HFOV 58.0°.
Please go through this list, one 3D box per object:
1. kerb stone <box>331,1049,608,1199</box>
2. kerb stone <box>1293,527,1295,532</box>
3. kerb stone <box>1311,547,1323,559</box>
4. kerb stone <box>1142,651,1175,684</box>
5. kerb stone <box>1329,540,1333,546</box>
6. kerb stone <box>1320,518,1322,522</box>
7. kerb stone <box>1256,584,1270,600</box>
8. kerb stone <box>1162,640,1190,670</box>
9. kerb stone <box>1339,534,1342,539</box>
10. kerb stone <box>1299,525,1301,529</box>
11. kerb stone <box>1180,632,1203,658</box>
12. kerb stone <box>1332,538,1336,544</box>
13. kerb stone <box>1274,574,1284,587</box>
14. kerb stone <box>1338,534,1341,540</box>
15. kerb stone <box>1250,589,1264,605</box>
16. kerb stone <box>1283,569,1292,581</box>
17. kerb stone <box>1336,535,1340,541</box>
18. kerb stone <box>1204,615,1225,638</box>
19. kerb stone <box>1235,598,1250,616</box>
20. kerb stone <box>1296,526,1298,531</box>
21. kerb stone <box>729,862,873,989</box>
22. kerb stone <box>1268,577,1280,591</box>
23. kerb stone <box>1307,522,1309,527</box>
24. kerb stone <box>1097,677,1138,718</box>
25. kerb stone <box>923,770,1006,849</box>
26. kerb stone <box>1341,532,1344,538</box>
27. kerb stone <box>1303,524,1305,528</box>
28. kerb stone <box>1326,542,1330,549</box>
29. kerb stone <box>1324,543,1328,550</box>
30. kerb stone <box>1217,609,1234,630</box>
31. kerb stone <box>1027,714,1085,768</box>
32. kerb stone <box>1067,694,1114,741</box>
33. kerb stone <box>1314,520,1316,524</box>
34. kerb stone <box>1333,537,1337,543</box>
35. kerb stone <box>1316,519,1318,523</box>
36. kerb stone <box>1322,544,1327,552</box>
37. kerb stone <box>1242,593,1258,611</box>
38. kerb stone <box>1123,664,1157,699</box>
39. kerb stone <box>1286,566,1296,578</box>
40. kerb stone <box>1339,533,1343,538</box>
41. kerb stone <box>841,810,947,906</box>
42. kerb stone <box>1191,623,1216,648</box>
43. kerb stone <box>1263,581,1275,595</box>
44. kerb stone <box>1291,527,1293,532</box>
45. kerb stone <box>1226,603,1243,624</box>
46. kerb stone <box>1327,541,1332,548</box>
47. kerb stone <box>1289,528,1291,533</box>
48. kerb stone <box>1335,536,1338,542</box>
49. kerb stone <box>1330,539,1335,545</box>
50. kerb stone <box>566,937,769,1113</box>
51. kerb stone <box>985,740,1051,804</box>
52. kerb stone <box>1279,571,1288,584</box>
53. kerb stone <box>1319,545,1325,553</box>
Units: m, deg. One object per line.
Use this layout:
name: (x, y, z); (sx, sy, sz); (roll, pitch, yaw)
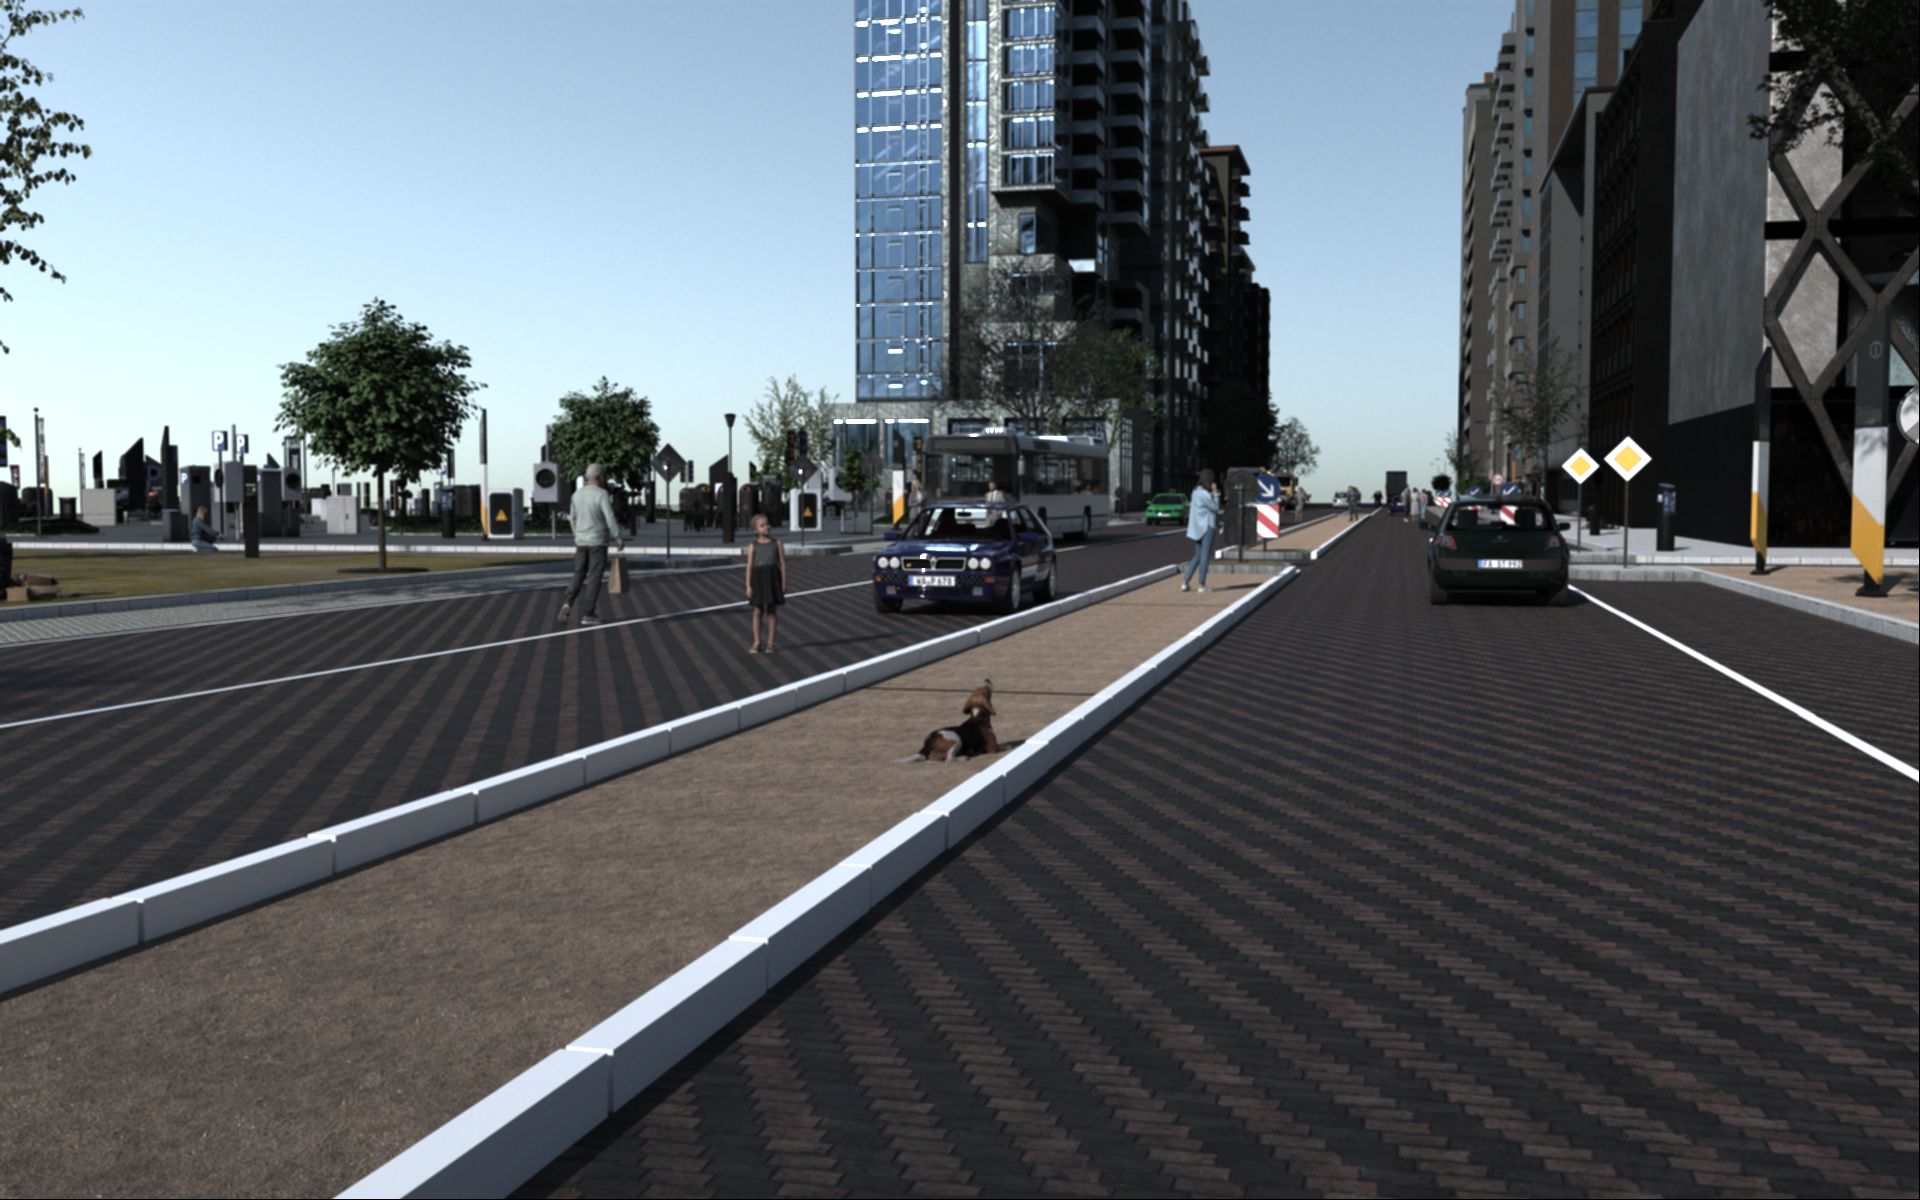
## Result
kerb stone: (-0.991, 1.143, 3.510); (0.120, 0.150, 1.000); (1, 4, 14)
kerb stone: (12.217, -2.569, 64.192); (0.120, 0.150, 1.000); (1, 4, 14)
kerb stone: (8.207, -1.077, 39.808); (0.120, 0.150, 1.000); (1, 4, 14)
kerb stone: (1.532, 0.534, 13.465); (0.120, 0.150, 1.000); (1, 4, 14)
kerb stone: (9.719, -1.442, 45.777); (0.120, 0.150, 1.000); (1, 4, 14)
kerb stone: (17.752, -3.900, 86.044); (0.120, 0.150, 1.000); (1, 4, 14)
kerb stone: (4.053, -0.074, 23.408); (0.120, 0.150, 1.000); (1, 4, 14)
kerb stone: (1.781, 0.475, 14.457); (0.120, 0.150, 1.000); (1, 4, 14)
kerb stone: (11.475, -1.859, 52.727); (0.120, 0.150, 1.000); (1, 4, 14)
kerb stone: (13.218, -2.811, 68.165); (0.120, 0.150, 1.000); (1, 4, 14)
kerb stone: (2.031, 0.420, 15.456); (0.120, 0.150, 1.000); (1, 4, 14)
kerb stone: (10.218, -1.562, 47.759); (0.120, 0.150, 1.000); (1, 4, 14)
kerb stone: (4.807, -0.256, 26.393); (0.120, 0.150, 1.000); (1, 4, 14)
kerb stone: (11.220, -1.807, 51.736); (0.120, 0.150, 1.000); (1, 4, 14)
kerb stone: (3.800, -0.012, 22.418); (0.120, 0.150, 1.000); (1, 4, 14)
kerb stone: (5.313, -0.373, 28.382); (0.120, 0.150, 1.000); (1, 4, 14)
kerb stone: (10.971, -1.746, 50.741); (0.120, 0.150, 1.000); (1, 4, 14)
kerb stone: (2.538, 0.291, 17.439); (0.120, 0.150, 1.000); (1, 4, 14)
kerb stone: (3.294, 0.109, 20.437); (0.120, 0.150, 1.000); (1, 4, 14)
kerb stone: (12.715, -2.690, 66.176); (0.120, 0.150, 1.000); (1, 4, 14)
kerb stone: (-0.490, 1.021, 5.497); (0.120, 0.150, 1.000); (1, 4, 14)
kerb stone: (4.557, -0.196, 25.395); (0.120, 0.150, 1.000); (1, 4, 14)
kerb stone: (14.729, -3.173, 74.123); (0.120, 0.150, 1.000); (1, 4, 14)
kerb stone: (1.028, 0.656, 11.472); (0.120, 0.150, 1.000); (1, 4, 14)
kerb stone: (0.019, 0.900, 7.478); (0.120, 0.150, 1.000); (1, 4, 14)
kerb stone: (11.982, -1.989, 54.718); (0.120, 0.150, 1.000); (1, 4, 14)
kerb stone: (13.975, -2.994, 71.140); (0.120, 0.150, 1.000); (1, 4, 14)
kerb stone: (9.203, -1.317, 43.796); (0.120, 0.150, 1.000); (1, 4, 14)
kerb stone: (8.958, -1.257, 42.798); (0.120, 0.150, 1.000); (1, 4, 14)
kerb stone: (2.786, 0.234, 18.435); (0.120, 0.150, 1.000); (1, 4, 14)
kerb stone: (0.522, 0.778, 9.478); (0.120, 0.150, 1.000); (1, 4, 14)
kerb stone: (0.775, 0.718, 10.480); (0.120, 0.150, 1.000); (1, 4, 14)
kerb stone: (16.247, -3.538, 80.092); (0.120, 0.150, 1.000); (1, 4, 14)
kerb stone: (10.475, -1.624, 48.749); (0.120, 0.150, 1.000); (1, 4, 14)
kerb stone: (16.744, -3.660, 82.074); (0.120, 0.150, 1.000); (1, 4, 14)
kerb stone: (8.711, -1.196, 41.800); (0.120, 0.150, 1.000); (1, 4, 14)
kerb stone: (3.551, 0.047, 21.426); (0.120, 0.150, 1.000); (1, 4, 14)
kerb stone: (1.274, 0.600, 12.469); (0.120, 0.150, 1.000); (1, 4, 14)
kerb stone: (5.560, -0.439, 29.374); (0.120, 0.150, 1.000); (1, 4, 14)
kerb stone: (11.721, -1.928, 53.718); (0.120, 0.150, 1.000); (1, 4, 14)
kerb stone: (-0.242, 0.962, 6.489); (0.120, 0.150, 1.000); (1, 4, 14)
kerb stone: (2.291, 0.352, 16.445); (0.120, 0.150, 1.000); (1, 4, 14)
kerb stone: (4.301, -0.135, 24.405); (0.120, 0.150, 1.000); (1, 4, 14)
kerb stone: (11.962, -2.508, 63.194); (0.120, 0.150, 1.000); (1, 4, 14)
kerb stone: (3.046, 0.169, 19.434); (0.120, 0.150, 1.000); (1, 4, 14)
kerb stone: (9.465, -1.382, 44.787); (0.120, 0.150, 1.000); (1, 4, 14)
kerb stone: (11.707, -2.446, 62.193); (0.120, 0.150, 1.000); (1, 4, 14)
kerb stone: (10.717, -1.682, 49.742); (0.120, 0.150, 1.000); (1, 4, 14)
kerb stone: (9.972, -1.497, 46.768); (0.120, 0.150, 1.000); (1, 4, 14)
kerb stone: (-0.737, 1.085, 4.505); (0.120, 0.150, 1.000); (1, 4, 14)
kerb stone: (0.274, 0.843, 8.474); (0.120, 0.150, 1.000); (1, 4, 14)
kerb stone: (5.059, -0.317, 27.385); (0.120, 0.150, 1.000); (1, 4, 14)
kerb stone: (8.455, -1.136, 40.803); (0.120, 0.150, 1.000); (1, 4, 14)
